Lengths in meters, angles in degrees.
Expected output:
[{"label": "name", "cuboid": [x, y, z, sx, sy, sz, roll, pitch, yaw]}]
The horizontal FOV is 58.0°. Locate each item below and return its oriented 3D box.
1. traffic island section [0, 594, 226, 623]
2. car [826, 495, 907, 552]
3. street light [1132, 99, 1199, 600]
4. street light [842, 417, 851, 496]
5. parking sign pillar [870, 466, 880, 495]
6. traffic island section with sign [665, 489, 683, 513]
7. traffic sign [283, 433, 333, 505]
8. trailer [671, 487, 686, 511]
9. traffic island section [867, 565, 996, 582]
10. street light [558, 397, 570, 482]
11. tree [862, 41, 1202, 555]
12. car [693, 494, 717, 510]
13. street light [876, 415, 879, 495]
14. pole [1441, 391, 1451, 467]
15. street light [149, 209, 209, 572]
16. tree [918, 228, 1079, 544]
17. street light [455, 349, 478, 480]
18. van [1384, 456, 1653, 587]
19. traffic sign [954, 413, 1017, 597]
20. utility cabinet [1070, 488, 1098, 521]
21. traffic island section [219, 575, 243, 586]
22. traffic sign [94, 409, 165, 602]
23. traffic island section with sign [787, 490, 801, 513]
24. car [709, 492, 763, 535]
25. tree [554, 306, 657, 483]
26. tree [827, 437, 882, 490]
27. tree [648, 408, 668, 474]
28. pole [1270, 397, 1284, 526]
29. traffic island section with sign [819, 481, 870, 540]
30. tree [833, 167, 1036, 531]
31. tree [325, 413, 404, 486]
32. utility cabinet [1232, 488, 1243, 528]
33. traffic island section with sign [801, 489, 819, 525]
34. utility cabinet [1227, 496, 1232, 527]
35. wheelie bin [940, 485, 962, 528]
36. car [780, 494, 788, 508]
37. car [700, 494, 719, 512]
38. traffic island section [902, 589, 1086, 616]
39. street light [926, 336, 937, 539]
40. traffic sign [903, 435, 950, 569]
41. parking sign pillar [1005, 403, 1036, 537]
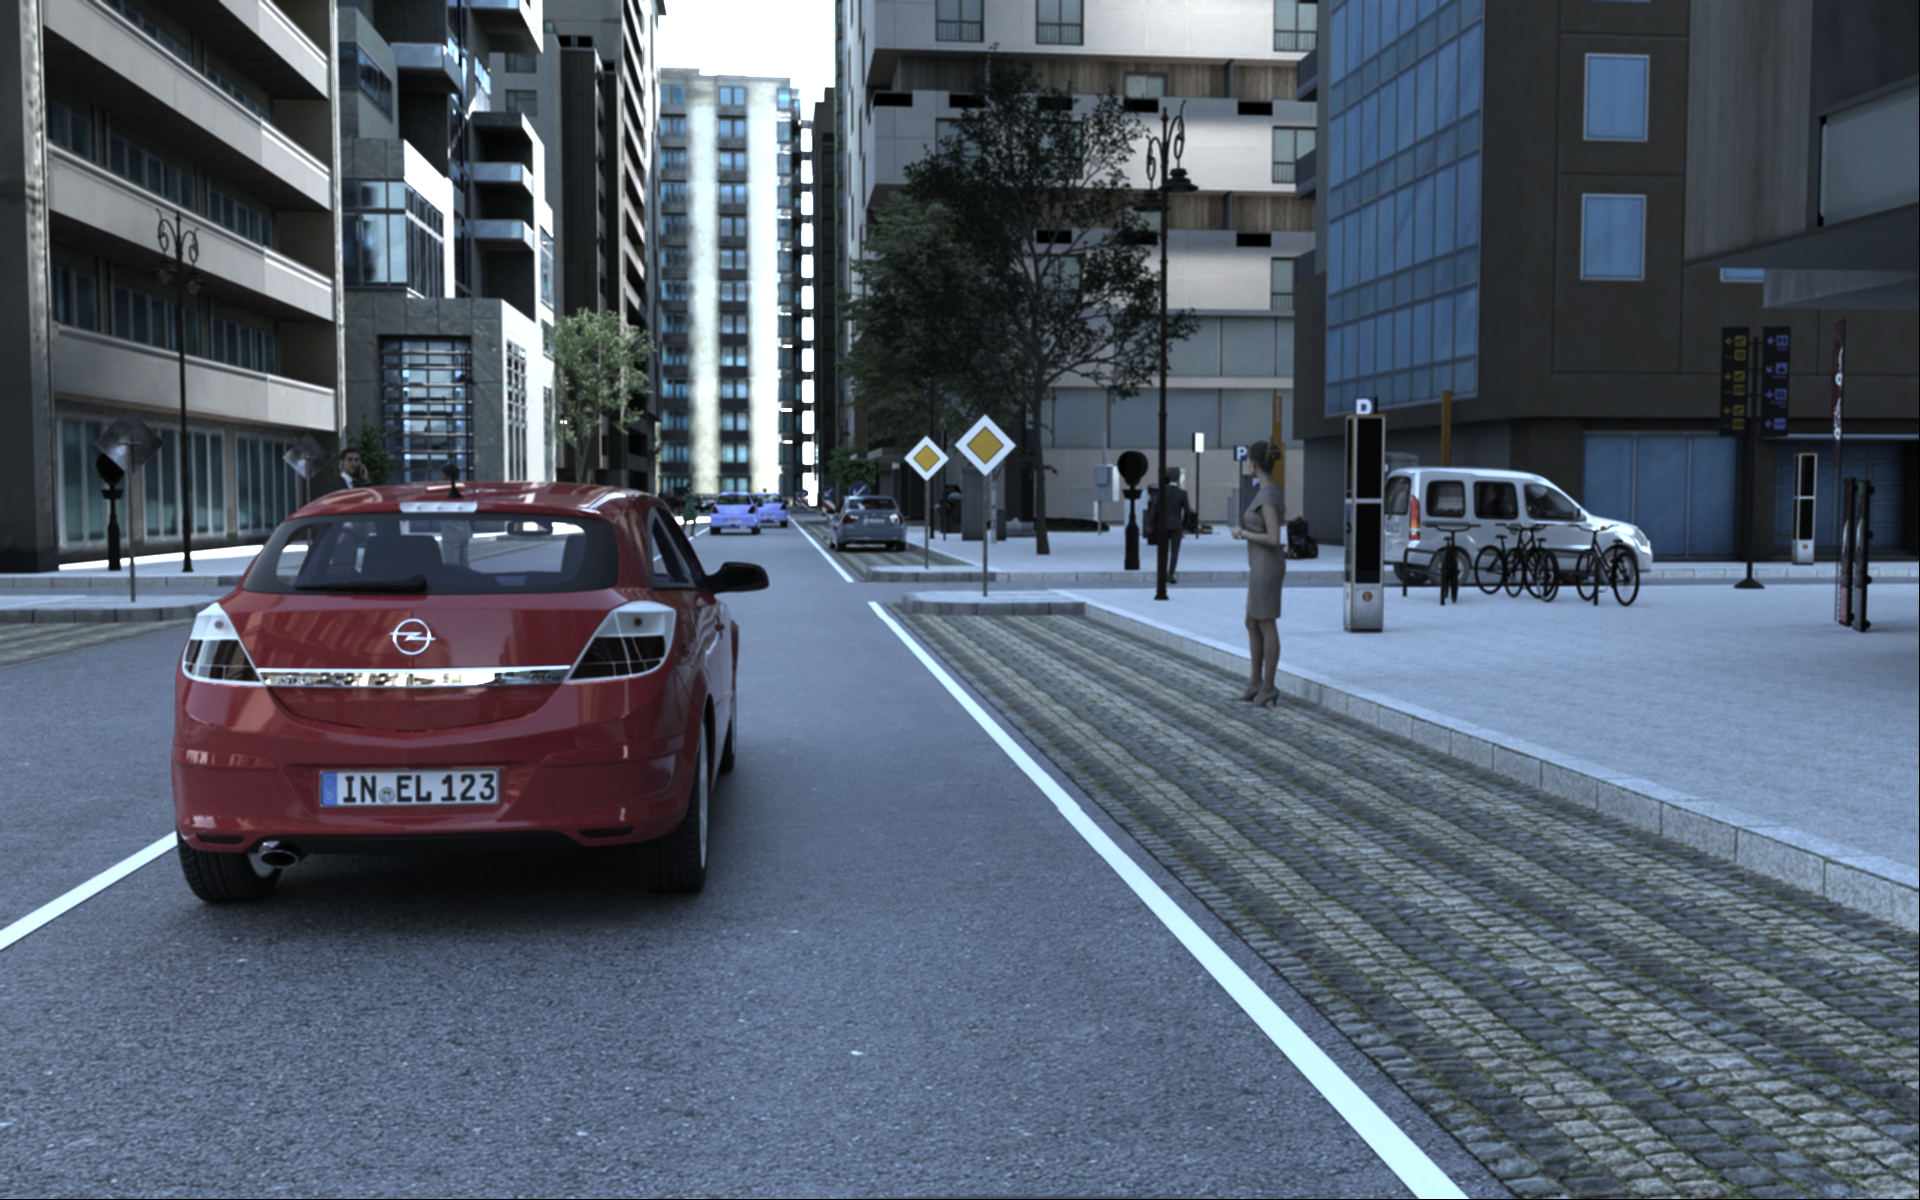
[{"label": "traffic island section", "cuboid": [-9.845, 0.104, 20.577, 2.009, 0.180, 2.903, 0, 4, -6]}, {"label": "car", "cuboid": [-2.382, -1.967, 44.159, 2.014, 1.417, 4.499, 0, 4, -8]}, {"label": "street light", "cuboid": [2.447, -2.940, 20.860, 0.468, 5.910, 1.993, 0, 4, -6]}, {"label": "street light", "cuboid": [-6.804, -8.031, 104.087, 0.468, 5.910, 1.993, 0, 4, -6]}, {"label": "parking sign pillar", "cuboid": [-5.103, -7.035, 103.497, 1.447, 3.967, 1.447, -1, 4, -10]}, {"label": "traffic island section with sign", "cuboid": [-21.670, -7.404, 129.686, 1.989, 1.847, 2.006, 0, 4, -6]}, {"label": "traffic sign", "cuboid": [-10.706, -1.518, 28.454, 0.795, 2.450, 0.064, 0, 4, -6]}, {"label": "trailer", "cuboid": [-23.328, -8.376, 143.999, 1.471, 1.999, 3.904, 0, 4, -7]}, {"label": "traffic island section", "cuboid": [-0.550, -0.450, 29.638, 2.009, 0.180, 2.903, 0, 4, -6]}, {"label": "street light", "cuboid": [-18.765, -6.697, 82.283, 0.468, 5.910, 1.993, 0, 4, -6]}, {"label": "tree", "cuboid": [1.427, -6.246, 36.531, 7.601, 10.594, 8.767, 0, 4, -8]}, {"label": "car", "cuboid": [-20.047, -7.571, 135.582, 2.131, 1.459, 4.920, 0, 4, -7]}, {"label": "street light", "cuboid": [-3.708, -6.383, 77.155, 0.468, 5.910, 1.993, 0, 4, -6]}, {"label": "pole", "cuboid": [9.591, -2.470, 34.232, 0.158, 3.312, 0.155, 0, 3, 0]}, {"label": "street light", "cuboid": [-12.743, -3.401, 28.401, 0.468, 5.910, 1.993, 0, 4, -6]}, {"label": "tree", "cuboid": [0.893, -5.727, 43.993, 4.360, 8.622, 3.978, 0, 3, 0]}, {"label": "street light", "cuboid": [-15.740, -5.049, 55.343, 0.468, 5.910, 1.993, 0, 4, -6]}, {"label": "van", "cuboid": [8.631, -1.219, 26.945, 4.112, 2.044, 2.013, 0, 4, -6]}, {"label": "traffic sign", "cuboid": [0.312, -1.100, 21.622, 0.795, 2.450, 0.064, 0, 4, -6]}, {"label": "utility cabinet", "cuboid": [4.681, -3.458, 65.216, 1.173, 1.500, 0.318, 3, 5, 44]}, {"label": "traffic island section", "cuboid": [-10.729, -0.381, 28.513, 2.009, 0.180, 2.903, 0, 4, -6]}, {"label": "traffic sign", "cuboid": [-9.822, -1.032, 20.518, 0.795, 2.450, 0.064, 0, 4, -6]}, {"label": "traffic island section with sign", "cuboid": [-11.822, -7.470, 130.769, 1.989, 1.847, 2.006, 0, 4, -6]}, {"label": "car", "cuboid": [-8.060, -3.222, 62.277, 1.945, 1.707, 3.694, 0, 4, -5]}, {"label": "tree", "cuboid": [-20.773, -10.342, 94.849, 9.928, 11.665, 9.643, 0, 3, 0]}, {"label": "tree", "cuboid": [-6.033, -7.117, 100.077, 4.285, 4.588, 4.351, 0, 3, 0]}, {"label": "tree", "cuboid": [-26.484, -11.817, 143.562, 4.360, 8.622, 3.978, 0, 3, 0]}, {"label": "pole", "cuboid": [6.647, -2.602, 36.383, 0.158, 3.312, 0.155, 0, 3, 0]}, {"label": "traffic island section with sign", "cuboid": [-3.306, -2.800, 54.405, 1.989, 1.847, 2.006, 0, 4, -6]}, {"label": "tree", "cuboid": [-1.125, -8.727, 60.811, 7.486, 12.596, 7.792, 0, 3, 0]}, {"label": "tree", "cuboid": [-14.264, -2.878, 41.655, 1.663, 3.219, 1.824, 0, 3, 0]}, {"label": "utility cabinet", "cuboid": [10.810, -3.441, 64.947, 1.173, 1.500, 0.318, 0, 4, -7]}, {"label": "traffic island section with sign", "cuboid": [-6.318, -4.451, 81.401, 1.989, 1.847, 2.006, 0, 4, -6]}, {"label": "utility cabinet", "cuboid": [10.859, -3.406, 66.844, 1.020, 1.237, 0.306, -1, 4, -11]}, {"label": "wheelie bin", "cuboid": [-0.254, -3.077, 58.212, 0.693, 1.594, 0.980, -3, 5, -42]}, {"label": "car", "cuboid": [-9.814, -4.904, 88.969, 1.959, 1.807, 4.718, 0, 4, -7]}, {"label": "car", "cuboid": [-20.318, -7.944, 141.680, 2.131, 1.459, 4.920, 0, 4, -7]}, {"label": "traffic island section", "cuboid": [0.335, 0.035, 21.702, 2.009, 0.180, 2.903, 0, 4, -6]}, {"label": "street light", "cuboid": [-0.808, -4.707, 49.745, 0.468, 5.910, 1.993, 0, 4, -6]}, {"label": "traffic sign", "cuboid": [-0.572, -1.585, 29.558, 0.795, 2.450, 0.064, 0, 4, -6]}, {"label": "parking sign pillar", "cuboid": [1.771, -3.871, 51.769, 1.447, 3.967, 1.447, -1, 4, -21]}]
